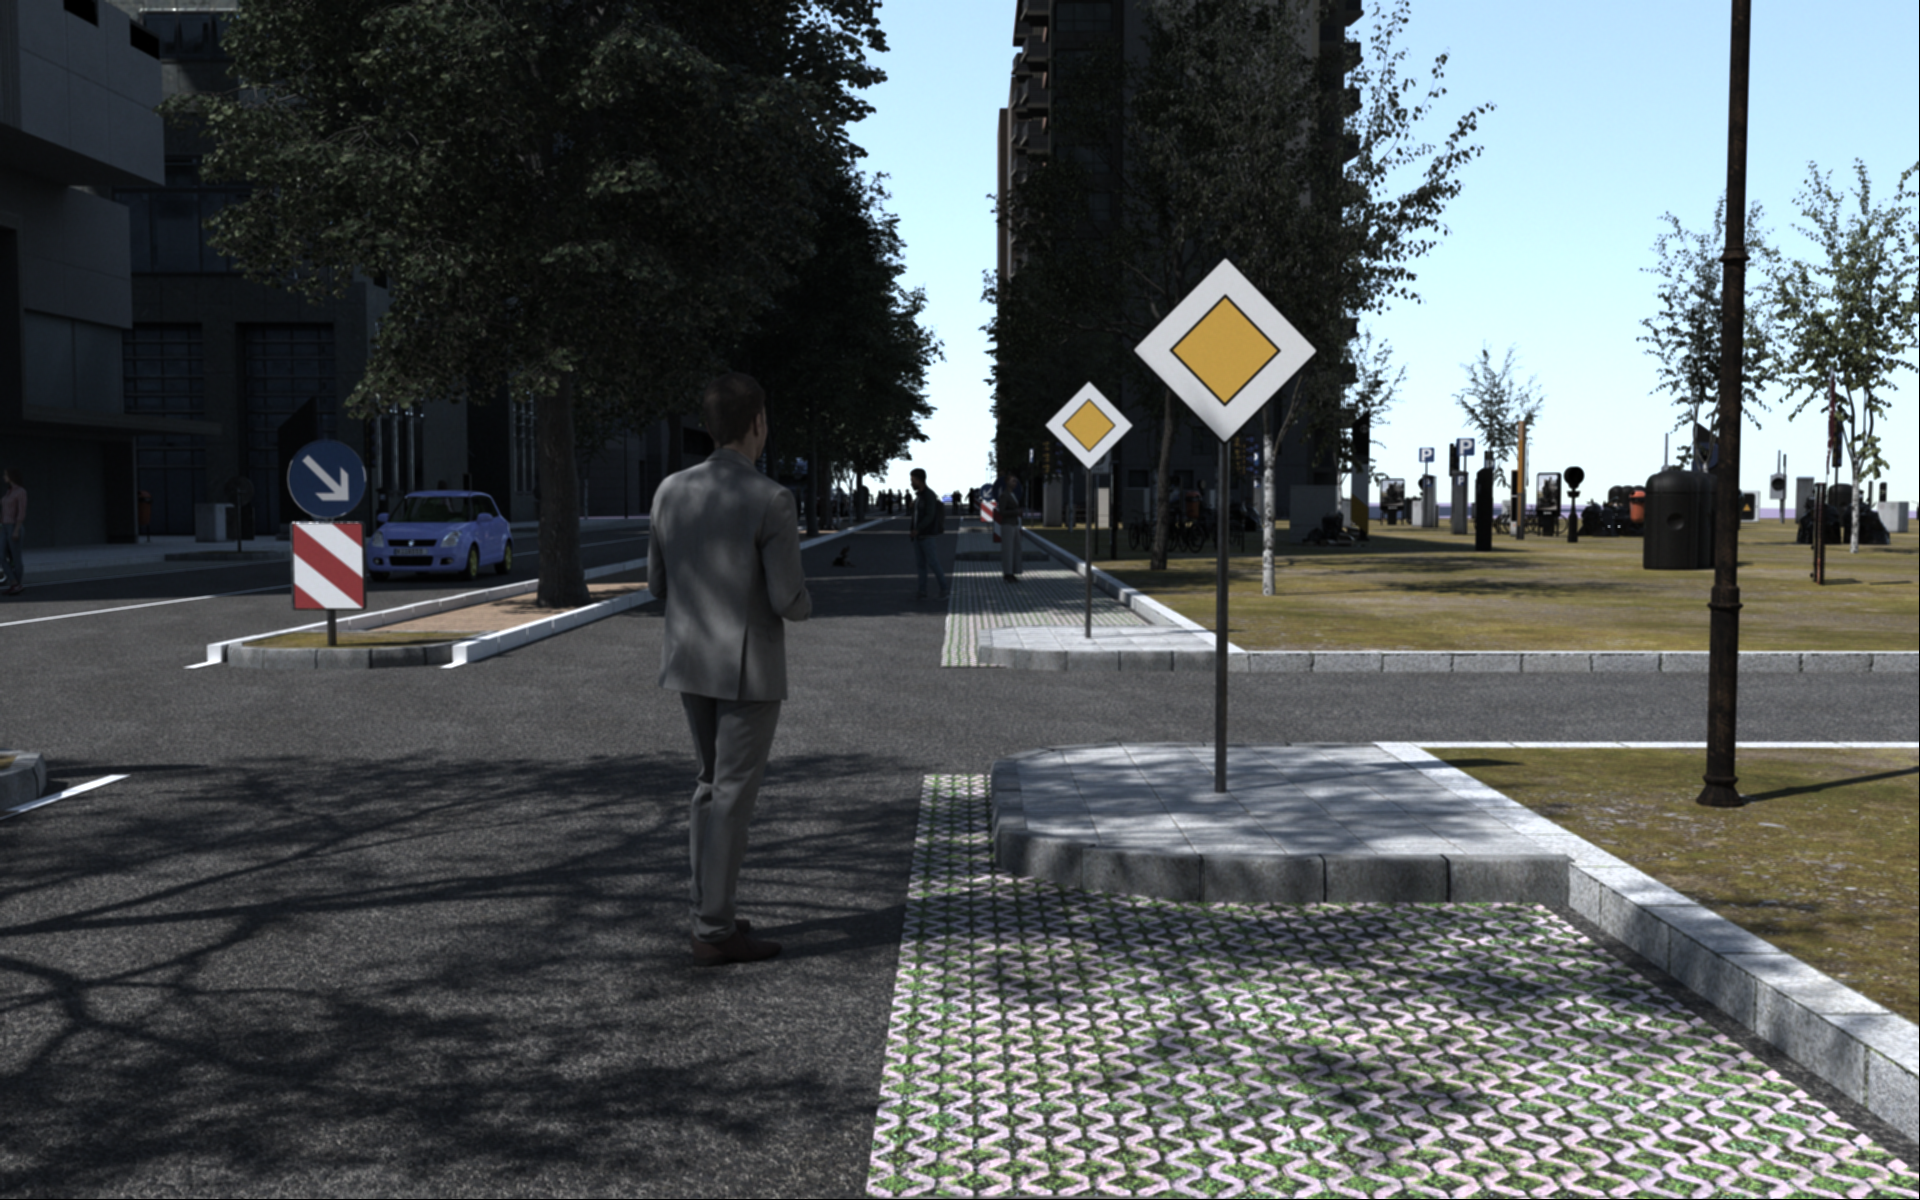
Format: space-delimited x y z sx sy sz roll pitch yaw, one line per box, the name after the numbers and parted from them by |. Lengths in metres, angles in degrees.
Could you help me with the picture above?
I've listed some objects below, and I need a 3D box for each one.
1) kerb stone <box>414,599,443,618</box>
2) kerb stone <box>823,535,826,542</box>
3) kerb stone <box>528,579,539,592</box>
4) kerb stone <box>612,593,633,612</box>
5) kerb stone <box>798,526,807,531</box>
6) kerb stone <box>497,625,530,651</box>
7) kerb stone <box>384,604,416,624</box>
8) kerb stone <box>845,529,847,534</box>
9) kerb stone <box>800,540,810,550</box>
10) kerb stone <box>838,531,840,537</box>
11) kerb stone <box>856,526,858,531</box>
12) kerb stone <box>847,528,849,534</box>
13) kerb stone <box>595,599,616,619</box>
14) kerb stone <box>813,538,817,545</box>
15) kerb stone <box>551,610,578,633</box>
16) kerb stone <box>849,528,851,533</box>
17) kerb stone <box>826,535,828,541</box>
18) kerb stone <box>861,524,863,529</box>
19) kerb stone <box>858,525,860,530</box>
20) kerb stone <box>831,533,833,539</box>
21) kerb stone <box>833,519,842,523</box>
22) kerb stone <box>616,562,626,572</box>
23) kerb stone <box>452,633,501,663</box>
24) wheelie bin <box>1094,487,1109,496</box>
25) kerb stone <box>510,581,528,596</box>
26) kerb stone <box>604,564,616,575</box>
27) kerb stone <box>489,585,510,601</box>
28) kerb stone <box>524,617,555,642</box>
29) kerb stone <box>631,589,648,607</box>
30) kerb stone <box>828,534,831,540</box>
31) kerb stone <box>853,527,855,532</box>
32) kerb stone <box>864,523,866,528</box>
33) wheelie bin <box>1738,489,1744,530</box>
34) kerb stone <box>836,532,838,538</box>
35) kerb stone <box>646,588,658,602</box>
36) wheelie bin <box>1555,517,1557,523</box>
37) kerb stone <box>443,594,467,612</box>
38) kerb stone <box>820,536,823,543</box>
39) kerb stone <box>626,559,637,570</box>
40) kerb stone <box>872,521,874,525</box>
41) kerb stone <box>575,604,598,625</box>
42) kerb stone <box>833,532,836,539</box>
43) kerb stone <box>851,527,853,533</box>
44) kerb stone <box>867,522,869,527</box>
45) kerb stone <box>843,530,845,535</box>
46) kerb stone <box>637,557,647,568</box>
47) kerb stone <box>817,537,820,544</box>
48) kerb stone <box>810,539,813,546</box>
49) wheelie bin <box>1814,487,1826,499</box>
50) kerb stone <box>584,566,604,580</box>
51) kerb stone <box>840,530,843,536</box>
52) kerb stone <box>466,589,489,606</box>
-6.321 0.113 20.344 0.120 0.150 1.000 0 4 0 | kerb stone
-4.137 -1.760 51.058 0.120 0.150 1.000 0 4 0 | kerb stone
-6.306 -0.200 25.465 0.120 0.150 1.000 0 4 0 | kerb stone
-4.218 0.053 21.326 0.120 0.150 1.000 0 4 0 | kerb stone
-6.195 -2.825 68.501 0.120 0.150 1.000 0 4 0 | kerb stone
-4.232 0.368 16.186 0.120 0.150 1.000 0 4 0 | kerb stone
-6.321 0.184 19.317 0.120 0.150 1.000 0 4 0 | kerb stone
-4.114 -2.330 60.292 0.120 0.150 1.000 0 4 0 | kerb stone
-4.149 -1.452 45.932 0.120 0.150 1.000 0 4 0 | kerb stone
-4.130 -2.139 57.209 0.120 0.150 1.000 0 4 0 | kerb stone
-4.100 -2.706 66.441 0.120 0.150 1.000 0 4 0 | kerb stone
-4.125 -2.393 61.319 0.120 0.150 1.000 0 4 0 | kerb stone
-4.221 0.118 20.295 0.120 0.150 1.000 0 4 0 | kerb stone
-4.143 -1.577 47.977 0.120 0.150 1.000 0 4 0 | kerb stone
-4.224 0.242 18.251 0.120 0.150 1.000 0 4 0 | kerb stone
-4.107 -2.456 62.346 0.120 0.150 1.000 0 4 0 | kerb stone
-4.135 -1.828 52.085 0.120 0.150 1.000 0 4 0 | kerb stone
-4.093 -2.895 69.527 0.120 0.150 1.000 0 4 0 | kerb stone
-4.100 -2.769 67.472 0.120 0.150 1.000 0 4 0 | kerb stone
-4.133 -1.954 54.137 0.120 0.150 1.000 0 4 0 | kerb stone
-6.153 -3.960 86.938 0.120 0.150 1.000 0 4 0 | kerb stone
-6.298 -0.574 31.618 0.120 0.150 1.000 0 4 0 | kerb stone
-4.236 0.430 15.161 0.120 0.150 1.000 0 4 0 | kerb stone
6.141 -3.979 72.957 0.980 1.594 0.693 1 4 19 | wheelie bin
-6.314 -0.137 24.443 0.120 0.150 1.000 0 4 0 | kerb stone
-6.290 -0.514 30.596 0.120 0.150 1.000 0 4 0 | kerb stone
-6.313 -0.075 23.417 0.120 0.150 1.000 0 4 0 | kerb stone
-4.230 0.305 17.215 0.120 0.150 1.000 0 4 0 | kerb stone
-4.212 -0.007 22.348 0.120 0.150 1.000 0 4 0 | kerb stone
-4.138 -1.890 53.107 0.120 0.150 1.000 0 4 0 | kerb stone
-4.102 -2.580 64.393 0.120 0.150 1.000 0 4 0 | kerb stone
-4.093 -3.020 71.578 0.120 0.150 1.000 0 4 0 | kerb stone
27.468 -3.290 61.692 0.980 1.594 0.693 -1 4 -13 | wheelie bin
-4.137 -2.079 56.181 0.120 0.150 1.000 0 4 0 | kerb stone
-4.209 -0.072 23.376 0.120 0.150 1.000 0 4 0 | kerb stone
25.541 -4.113 75.152 0.980 1.594 0.693 3 5 43 | wheelie bin
-6.317 0.058 21.372 0.120 0.150 1.000 0 4 0 | kerb stone
-4.144 -1.702 50.026 0.120 0.150 1.000 0 4 0 | kerb stone
-6.287 -0.633 32.650 0.120 0.150 1.000 0 4 0 | kerb stone
-4.066 -3.396 77.728 0.120 0.150 1.000 0 4 0 | kerb stone
-4.221 0.182 19.273 0.120 0.150 1.000 0 4 0 | kerb stone
-4.132 -2.012 55.160 0.120 0.150 1.000 0 4 0 | kerb stone
-4.108 -2.518 63.371 0.120 0.150 1.000 0 4 0 | kerb stone
-4.081 -3.145 73.624 0.120 0.150 1.000 0 4 0 | kerb stone
-4.118 -2.259 59.269 0.120 0.150 1.000 0 4 0 | kerb stone
-6.286 -0.702 33.672 0.120 0.150 1.000 0 4 0 | kerb stone
-4.145 -1.639 48.999 0.120 0.150 1.000 0 4 0 | kerb stone
-4.149 -1.514 46.956 0.120 0.150 1.000 0 4 0 | kerb stone
40.869 -4.571 82.641 0.693 1.594 0.980 -3 4 -38 | wheelie bin
-6.293 -0.451 29.574 0.120 0.150 1.000 0 4 0 | kerb stone
-4.120 -2.204 58.238 0.120 0.150 1.000 0 4 0 | kerb stone
-6.317 -0.012 22.394 0.120 0.150 1.000 0 4 0 | kerb stone
